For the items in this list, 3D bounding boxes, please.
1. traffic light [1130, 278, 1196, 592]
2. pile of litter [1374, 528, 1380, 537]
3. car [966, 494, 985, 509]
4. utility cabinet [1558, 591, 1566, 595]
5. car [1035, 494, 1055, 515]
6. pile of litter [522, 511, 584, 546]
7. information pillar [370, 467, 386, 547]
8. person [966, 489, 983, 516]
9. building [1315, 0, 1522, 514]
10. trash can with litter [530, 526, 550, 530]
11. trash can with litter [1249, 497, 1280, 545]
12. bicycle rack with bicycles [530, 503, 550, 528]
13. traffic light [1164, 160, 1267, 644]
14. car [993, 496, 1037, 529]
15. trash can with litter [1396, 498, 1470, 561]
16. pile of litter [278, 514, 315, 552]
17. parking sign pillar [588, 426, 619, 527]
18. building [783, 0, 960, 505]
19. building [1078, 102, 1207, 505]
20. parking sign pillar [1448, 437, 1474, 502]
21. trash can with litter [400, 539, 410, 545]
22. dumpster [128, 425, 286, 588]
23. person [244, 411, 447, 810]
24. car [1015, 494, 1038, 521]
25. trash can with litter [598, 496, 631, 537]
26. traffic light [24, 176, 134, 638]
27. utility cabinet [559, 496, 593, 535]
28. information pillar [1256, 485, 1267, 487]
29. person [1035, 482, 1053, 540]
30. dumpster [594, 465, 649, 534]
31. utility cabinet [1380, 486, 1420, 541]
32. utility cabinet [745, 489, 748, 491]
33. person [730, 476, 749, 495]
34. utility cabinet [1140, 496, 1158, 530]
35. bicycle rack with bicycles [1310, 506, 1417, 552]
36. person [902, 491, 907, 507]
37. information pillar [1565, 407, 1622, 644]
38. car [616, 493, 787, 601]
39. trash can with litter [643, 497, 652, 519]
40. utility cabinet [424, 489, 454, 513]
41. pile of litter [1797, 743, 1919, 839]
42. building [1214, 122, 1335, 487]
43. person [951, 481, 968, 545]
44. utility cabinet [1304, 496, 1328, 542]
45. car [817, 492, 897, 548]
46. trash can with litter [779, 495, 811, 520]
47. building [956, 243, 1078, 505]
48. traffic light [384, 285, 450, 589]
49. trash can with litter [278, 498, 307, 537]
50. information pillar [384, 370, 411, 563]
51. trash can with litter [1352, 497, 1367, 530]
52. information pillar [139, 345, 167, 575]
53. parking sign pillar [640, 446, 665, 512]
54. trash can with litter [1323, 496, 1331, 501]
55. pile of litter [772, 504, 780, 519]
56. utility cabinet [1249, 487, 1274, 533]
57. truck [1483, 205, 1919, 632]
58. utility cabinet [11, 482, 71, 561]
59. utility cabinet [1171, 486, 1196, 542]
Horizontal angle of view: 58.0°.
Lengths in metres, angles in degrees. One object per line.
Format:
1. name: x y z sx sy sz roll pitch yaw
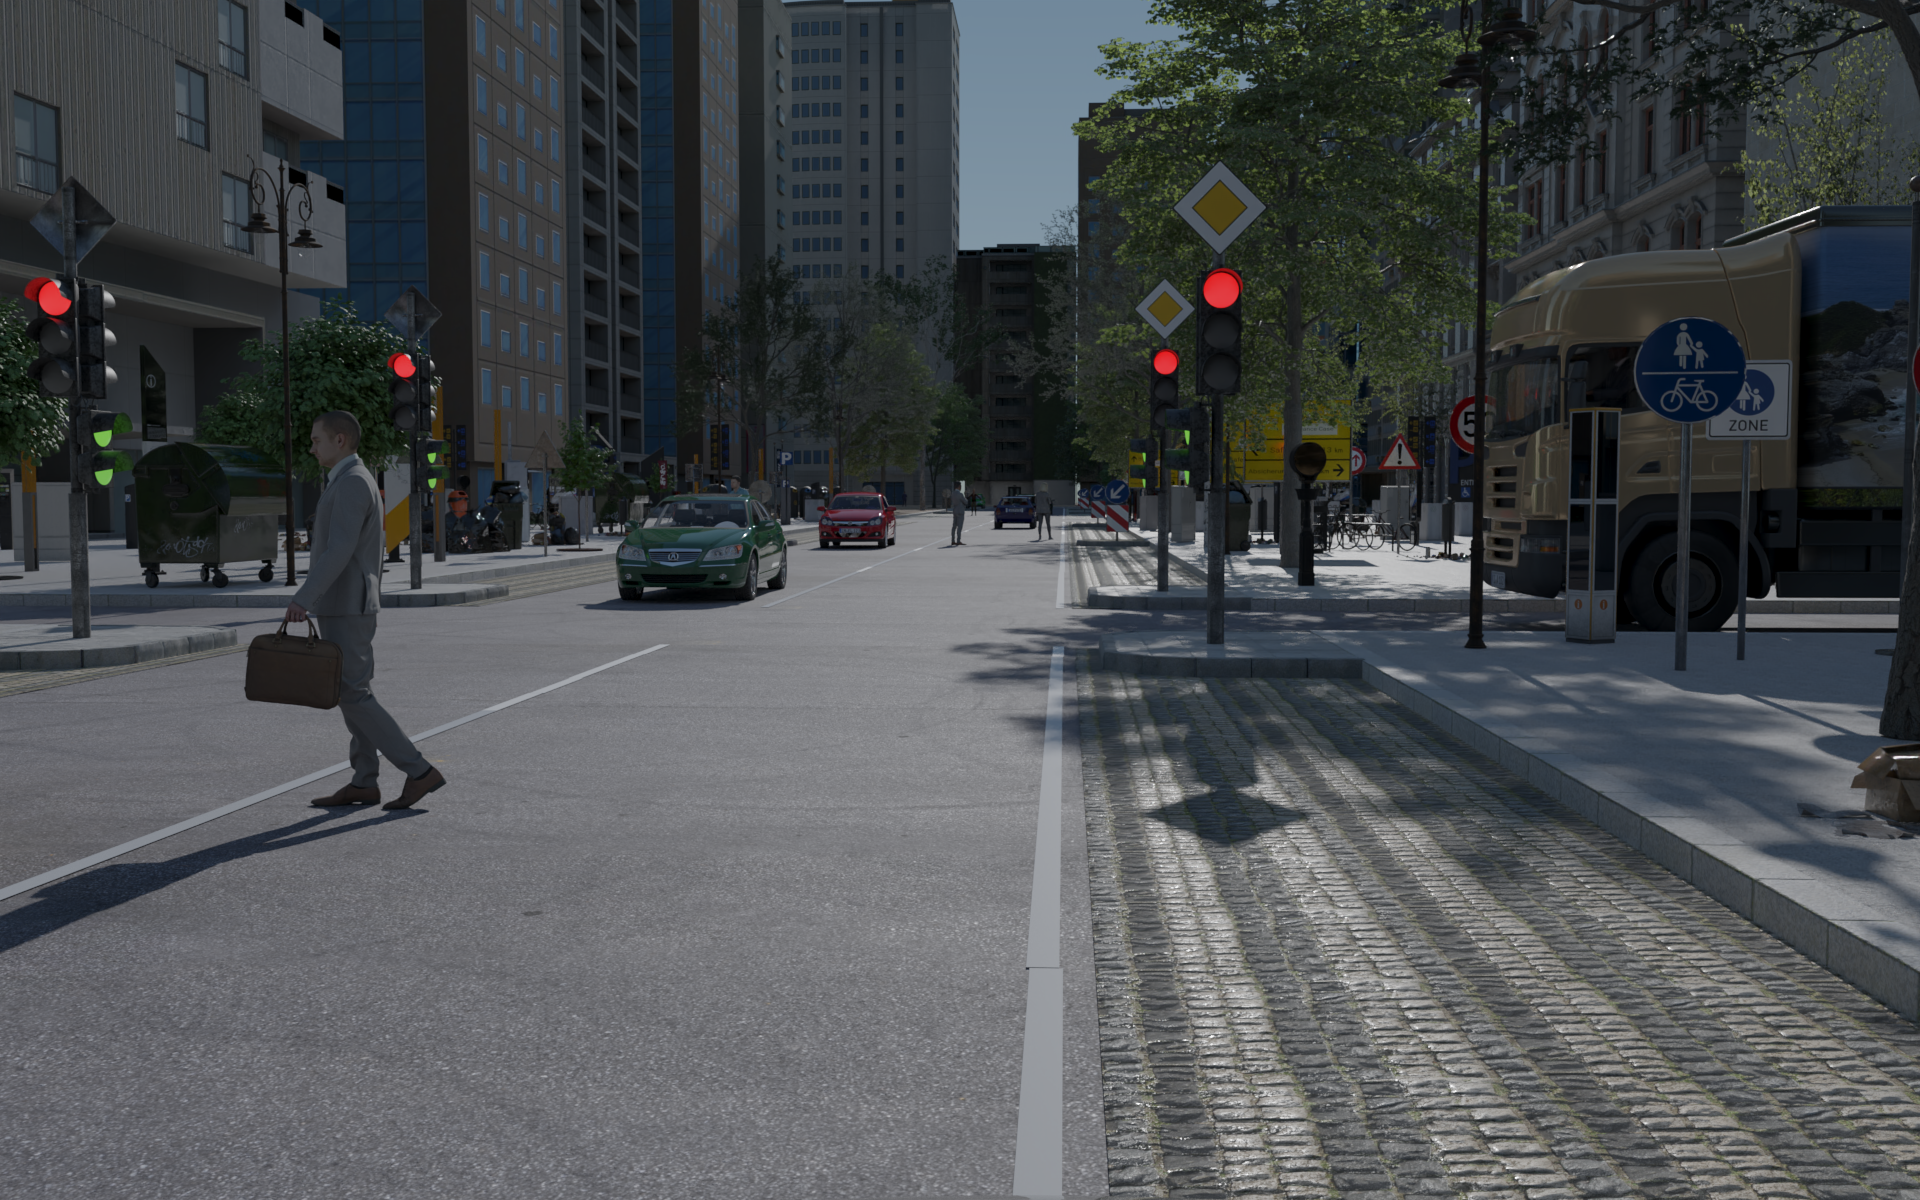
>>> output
1. traffic light: 2.656 -2.067 22.721 0.839 4.253 0.868 0 4 3
2. pile of litter: 13.052 -2.346 52.319 1.719 0.858 1.176 0 4 -4
3. car: 1.513 -9.782 168.734 1.959 1.807 4.718 0 4 3
4. utility cabinet: 7.920 -0.655 21.879 0.306 1.237 1.020 -2 4 -32
5. car: 5.672 -6.859 121.934 2.009 1.686 4.222 0 4 3
6. pile of litter: -10.286 -1.814 43.627 1.719 0.858 1.176 -1 4 -22
7. information pillar: -14.000 -2.267 41.549 0.304 2.012 0.304 2 4 23
8. person: 0.903 -6.470 114.798 1.217 1.766 0.721 1 4 12
9. building: 40.475 -25.814 113.939 32.217 40.220 23.993 0 4 3
10. trash can with litter: -14.270 -3.083 61.464 2.233 1.210 1.678 2 4 28
11. trash can with litter: 7.739 -2.076 44.999 1.678 1.210 2.233 1 4 11
12. bicycle rack with bicycles: -16.266 -3.202 65.737 2.852 0.926 2.925 -3 5 -43
13. traffic light: 2.174 -1.580 14.750 0.839 4.253 0.868 0 4 3
14. car: 2.350 -3.677 72.704 1.945 1.354 3.894 0 4 4
15. trash can with litter: 9.610 -1.418 34.248 1.678 1.210 2.233 0 4 6
16. pile of litter: -14.851 -1.552 39.334 1.176 0.858 1.719 3 5 41
17. parking sign pillar: -14.282 -4.900 68.583 1.447 3.967 1.447 3 5 43
18. building: -14.244 -40.636 206.398 28.212 58.520 21.231 0 4 3
19. building: 20.797 -33.708 201.233 14.200 45.320 14.600 0 4 3
20. parking sign pillar: 17.227 -4.291 58.634 1.447 3.967 1.447 3 5 45
21. trash can with litter: -14.528 -1.973 43.309 2.233 1.210 1.678 0 4 1
22. dumpster: -10.529 -1.335 24.323 1.502 2.255 1.985 0 4 3
23. person: -2.808 0.043 7.918 0.853 1.813 0.709 -1 4 -19
24. car: 3.599 -5.129 93.638 2.009 1.686 4.222 0 4 5
25. trash can with litter: -10.300 -2.567 53.026 1.678 1.210 2.233 -2 4 -26
26. traffic light: -7.820 -1.616 15.336 0.839 4.253 0.868 0 4 3
27. utility cabinet: -12.096 -2.653 54.541 1.020 1.237 0.306 -2 4 -30
28. information pillar: 11.827 -3.882 67.958 0.304 2.012 0.304 -1 4 -22
29. person: 2.628 -2.805 54.544 0.537 1.800 0.526 2 4 34
30. dumpster: -11.200 -3.335 57.026 1.502 2.255 1.985 0 4 3
31. utility cabinet: 12.057 -2.369 47.416 1.173 1.500 0.318 -2 4 -29
32. utility cabinet: -9.440 -4.163 76.736 0.318 1.500 1.173 1 4 23
33. person: -4.607 -1.724 36.715 0.660 1.820 0.620 3 4 36
34. utility cabinet: 6.800 -3.136 62.443 0.306 1.237 1.020 2 4 29
35. bicycle rack with bicycles: 8.591 -1.596 39.473 2.852 0.926 2.925 -2 4 -25
36. person: -5.765 -10.461 180.464 0.541 1.710 0.530 1 4 15
37. information pillar: 5.446 -0.637 14.908 0.304 2.012 0.304 -2 4 -25
38. car: -3.613 -0.798 24.840 2.131 1.459 4.920 0 4 3
39. trash can with litter: -16.489 -4.783 89.585 0.624 1.170 1.055 3 5 44
40. utility cabinet: -21.814 -3.910 72.615 1.173 1.500 0.318 0 4 2
41. pile of litter: 4.143 0.434 6.864 1.719 0.858 1.176 0 3 0
42. building: 42.524 -33.589 203.797 28.867 44.769 22.147 0 4 3
43. person: 0.002 -2.446 48.665 0.511 1.800 0.466 3 5 42
44. utility cabinet: 9.700 -2.203 47.175 0.306 1.237 1.020 -1 4 -10
45. car: -2.759 -2.326 47.065 2.155 1.783 4.494 0 4 3
46. trash can with litter: -7.944 -4.600 86.259 2.233 1.210 1.678 -1 4 -18
47. building: 6.679 -26.362 202.712 14.107 30.474 14.160 0 4 3
48. traffic light: -7.338 -2.103 23.307 0.839 4.253 0.868 0 4 3
49. trash can with litter: -20.144 -2.549 52.739 2.233 1.210 1.678 -1 4 -15
50. information pillar: -10.538 -2.510 32.399 0.504 3.616 0.183 -3 4 -38
51. trash can with litter: 14.252 -3.059 61.403 0.624 1.170 1.055 -1 4 -9
52. information pillar: -12.756 -2.207 27.437 0.183 3.616 0.504 1 4 15
53. parking sign pillar: -17.282 -6.653 97.241 1.447 3.967 1.447 -1 4 -22
54. trash can with litter: 17.355 -4.329 82.171 0.624 1.170 1.055 2 4 31
55. pile of litter: -9.501 -4.603 89.226 1.176 0.858 1.719 -1 4 -11
56. utility cabinet: 10.064 -2.949 56.887 1.173 1.500 0.318 -2 4 -28
57. truck: 10.628 -1.778 17.980 11.283 4.237 2.839 0 4 2
58. utility cabinet: -17.222 -1.471 32.737 1.173 1.500 0.318 0 4 -5
59. utility cabinet: 5.978 -2.295 46.205 0.318 1.500 1.173 2 4 26
